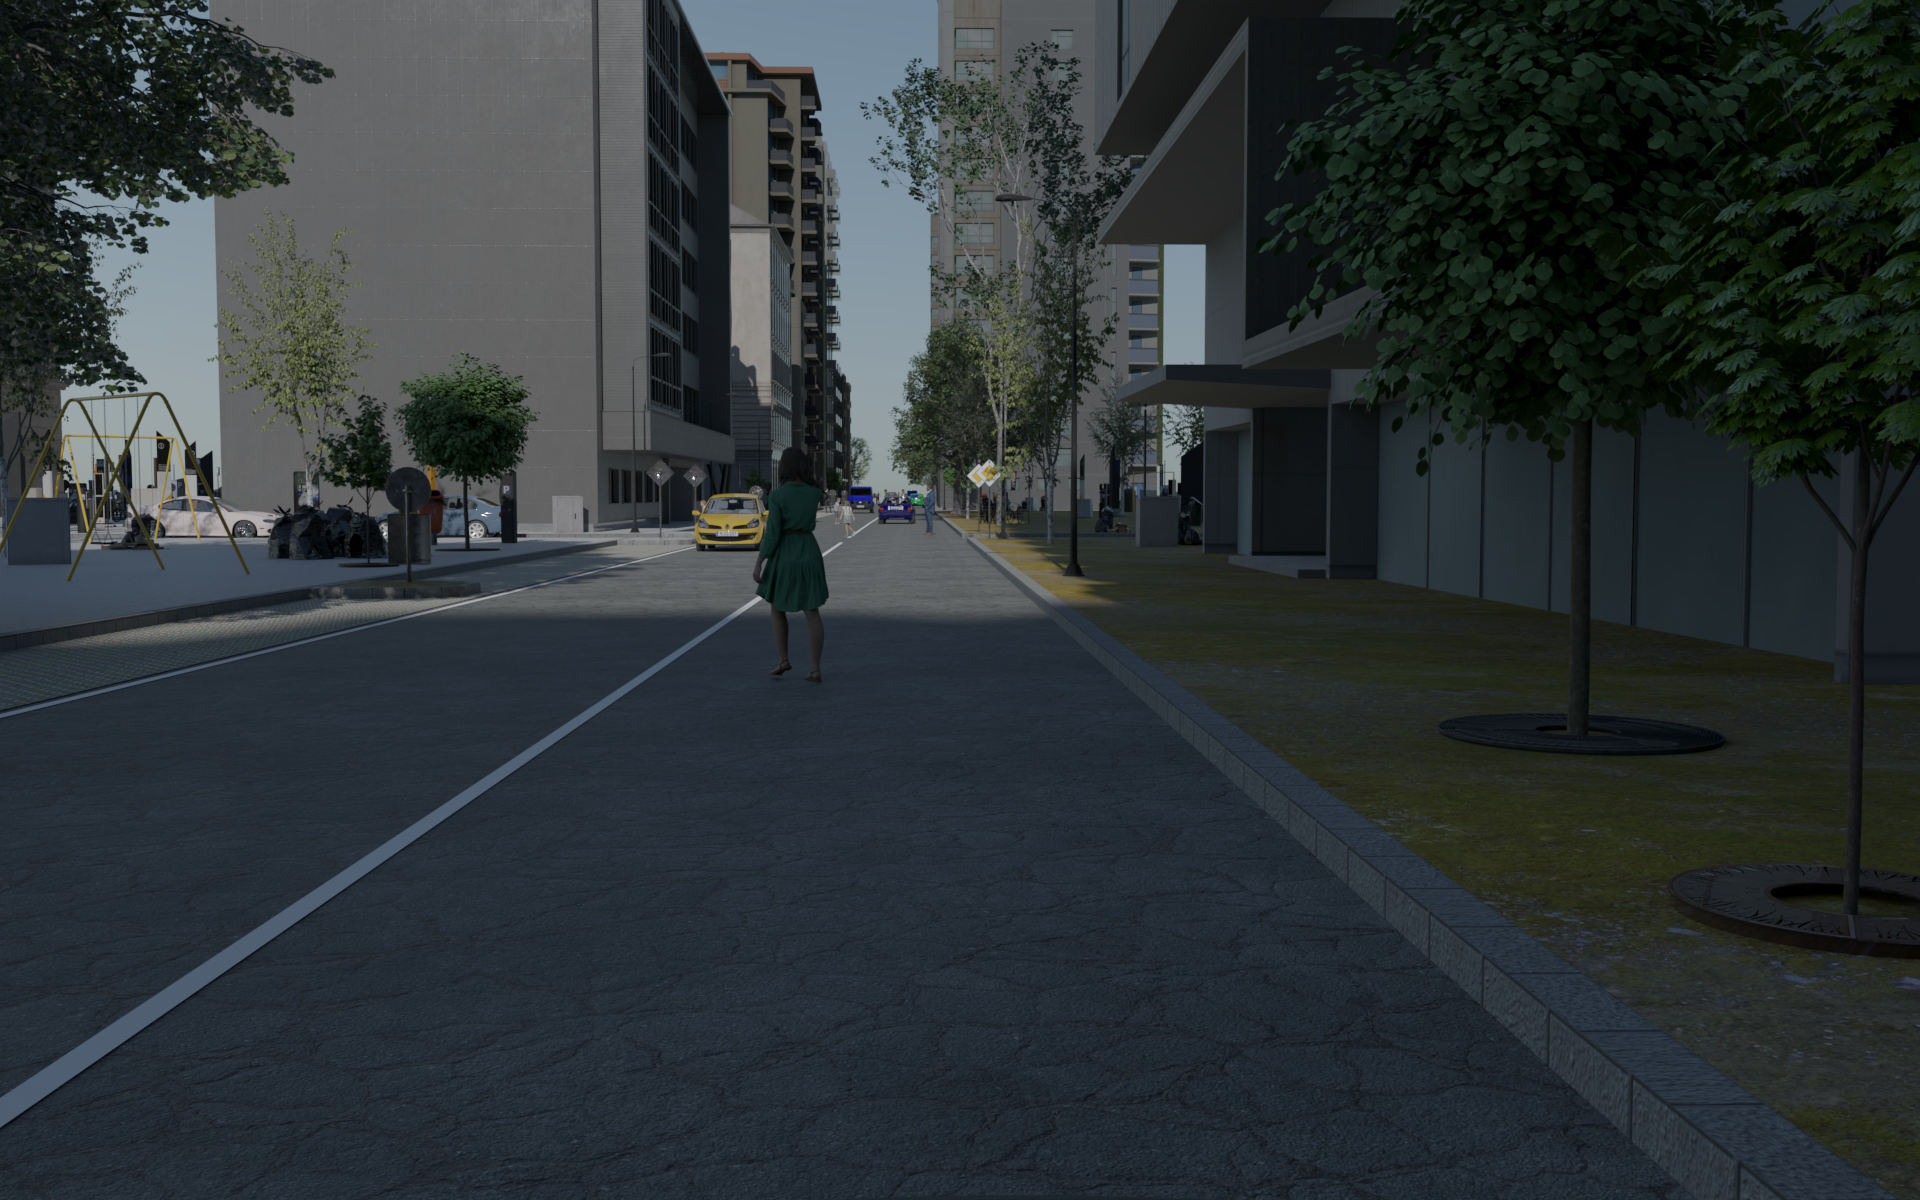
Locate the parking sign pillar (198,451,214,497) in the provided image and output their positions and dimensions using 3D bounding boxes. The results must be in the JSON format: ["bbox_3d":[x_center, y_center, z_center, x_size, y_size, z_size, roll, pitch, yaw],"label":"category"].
[{"bbox_3d":[-46.753,-7.238,106.810,1.447,3.967,1.447,3,4,37],"label":"parking sign pillar"}]

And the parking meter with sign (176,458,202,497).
[{"bbox_3d":[-36.880,-5.268,82.385,0.543,3.016,1.738,1,4,19],"label":"parking meter with sign"}]

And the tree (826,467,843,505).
[{"bbox_3d":[-15.573,-13.775,208.926,4.285,4.588,4.351,0,3,0],"label":"tree"}]

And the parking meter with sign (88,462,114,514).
[{"bbox_3d":[-46.737,-5.961,93.731,1.738,3.016,0.543,0,4,-7],"label":"parking meter with sign"}]

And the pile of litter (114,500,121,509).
[{"bbox_3d":[-58.416,-6.464,119.656,1.176,0.858,1.719,0,4,-6],"label":"pile of litter"}]

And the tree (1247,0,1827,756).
[{"bbox_3d":[3.230,-1.554,9.121,4.285,4.588,4.351,0,3,0],"label":"tree"}]

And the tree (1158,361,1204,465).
[{"bbox_3d":[13.098,-8.858,95.186,4.737,8.622,4.395,0,3,0],"label":"tree"}]

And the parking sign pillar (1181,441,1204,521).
[{"bbox_3d":[11.360,-5.833,83.844,1.447,3.967,1.447,1,4,22],"label":"parking sign pillar"}]

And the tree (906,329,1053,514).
[{"bbox_3d":[1.201,-9.963,97.313,8.767,10.594,7.601,0,4,-1],"label":"tree"}]

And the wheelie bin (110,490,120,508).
[{"bbox_3d":[-61.715,-7.256,126.551,0.980,1.594,0.693,3,5,39],"label":"wheelie bin"}]

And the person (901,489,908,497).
[{"bbox_3d":[-4.004,-7.061,124.302,0.623,1.781,0.721,1,4,13],"label":"person"}]

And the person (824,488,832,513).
[{"bbox_3d":[-9.989,-7.513,130.697,0.648,1.900,0.474,1,4,9],"label":"person"}]

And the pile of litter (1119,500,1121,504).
[{"bbox_3d":[11.868,-7.207,131.807,1.176,0.858,1.719,-2,4,-24],"label":"pile of litter"}]

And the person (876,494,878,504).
[{"bbox_3d":[-11.747,-14.166,243.375,0.557,1.426,1.065,1,4,22],"label":"person"}]

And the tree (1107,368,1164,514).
[{"bbox_3d":[9.793,-9.272,101.959,4.360,8.622,3.978,0,3,0],"label":"tree"}]

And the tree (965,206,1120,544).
[{"bbox_3d":[2.293,-5.779,44.853,4.737,8.622,4.395,0,3,0],"label":"tree"}]

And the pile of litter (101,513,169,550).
[{"bbox_3d":[-19.143,-1.601,40.144,1.719,0.858,1.176,3,4,37],"label":"pile of litter"}]

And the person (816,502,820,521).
[{"bbox_3d":[-7.426,-4.828,87.556,0.853,1.813,0.709,3,5,40],"label":"person"}]

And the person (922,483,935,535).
[{"bbox_3d":[-1.064,-3.156,60.278,0.419,1.800,0.721,-1,4,-13],"label":"person"}]

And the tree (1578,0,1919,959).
[{"bbox_3d":[2.679,-0.639,5.048,1.663,3.219,1.824,0,3,0],"label":"tree"}]

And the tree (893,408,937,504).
[{"bbox_3d":[-3.307,-19.012,217.504,9.857,13.997,8.962,0,3,0],"label":"tree"}]

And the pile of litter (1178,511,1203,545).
[{"bbox_3d":[5.747,-1.824,43.793,1.176,0.858,1.719,-2,4,-29],"label":"pile of litter"}]

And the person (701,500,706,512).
[{"bbox_3d":[-8.856,-2.868,60.408,0.382,1.210,0.505,-2,4,-27],"label":"person"}]

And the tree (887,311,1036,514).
[{"bbox_3d":[-0.049,-11.742,108.988,9.611,12.733,9.660,0,3,0],"label":"tree"}]

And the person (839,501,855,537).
[{"bbox_3d":[-3.785,-2.727,58.096,0.505,1.210,0.382,-2,4,-35],"label":"person"}]

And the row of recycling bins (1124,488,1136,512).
[{"bbox_3d":[12.201,-7.226,125.252,1.069,1.692,3.534,0,4,2],"label":"row of recycling bins"}]

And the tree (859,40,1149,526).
[{"bbox_3d":[3.069,-13.132,70.599,12.611,20.169,13.585,0,3,0],"label":"tree"}]

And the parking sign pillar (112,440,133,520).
[{"bbox_3d":[-40.984,-5.911,85.113,1.447,3.967,1.447,-2,4,-33],"label":"parking sign pillar"}]

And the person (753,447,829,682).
[{"bbox_3d":[-1.268,-0.279,13.308,0.600,1.795,0.529,-3,5,-41],"label":"person"}]

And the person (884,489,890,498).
[{"bbox_3d":[-5.390,-7.255,127.472,0.721,1.781,0.623,-2,4,-24],"label":"person"}]

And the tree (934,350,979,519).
[{"bbox_3d":[0.534,-8.485,89.085,4.360,8.622,3.978,0,3,0],"label":"tree"}]

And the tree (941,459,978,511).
[{"bbox_3d":[0.121,-9.250,134.949,4.285,4.588,4.351,0,3,0],"label":"tree"}]

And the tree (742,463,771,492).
[{"bbox_3d":[-13.039,-7.026,109.474,1.663,3.219,1.824,0,3,0],"label":"tree"}]

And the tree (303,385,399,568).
[{"bbox_3d":[-10.470,-2.210,30.739,1.663,3.219,1.824,0,3,0],"label":"tree"}]

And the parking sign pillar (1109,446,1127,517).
[{"bbox_3d":[8.660,-6.647,97.144,1.447,3.967,1.447,0,4,-3],"label":"parking sign pillar"}]

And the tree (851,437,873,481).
[{"bbox_3d":[-18.316,-22.376,291.602,9.928,11.665,9.643,0,3,0],"label":"tree"}]

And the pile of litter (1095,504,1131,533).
[{"bbox_3d":[5.183,-2.696,58.047,1.719,0.858,1.176,-3,5,-43],"label":"pile of litter"}]

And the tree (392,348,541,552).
[{"bbox_3d":[-11.142,-3.399,39.289,4.285,4.588,4.351,0,3,0],"label":"tree"}]

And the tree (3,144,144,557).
[{"bbox_3d":[-19.121,-5.171,34.914,4.360,8.622,3.978,0,3,0],"label":"tree"}]

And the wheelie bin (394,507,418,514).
[{"bbox_3d":[-15.441,-2.494,48.685,0.980,1.594,0.693,-1,4,-19],"label":"wheelie bin"}]

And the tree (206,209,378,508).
[{"bbox_3d":[-16.921,-5.765,44.613,4.737,8.622,4.395,0,3,0],"label":"tree"}]

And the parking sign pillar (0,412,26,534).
[{"bbox_3d":[-31.353,-4.172,56.690,1.447,3.967,1.447,-1,4,-8],"label":"parking sign pillar"}]

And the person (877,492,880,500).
[{"bbox_3d":[-13.078,-16.326,276.145,0.721,1.735,1.217,3,5,40],"label":"person"}]

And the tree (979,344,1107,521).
[{"bbox_3d":[3.975,-8.132,83.317,4.360,8.622,3.978,0,3,0],"label":"tree"}]

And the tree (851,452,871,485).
[{"bbox_3d":[-16.799,-20.160,279.978,4.737,8.622,4.395,0,3,0],"label":"tree"}]

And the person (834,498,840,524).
[{"bbox_3d":[-5.854,-4.250,82.676,0.352,1.250,0.332,1,4,16],"label":"person"}]

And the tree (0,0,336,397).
[{"bbox_3d":[-10.219,-6.629,15.044,9.857,13.997,8.962,0,3,0],"label":"tree"}]

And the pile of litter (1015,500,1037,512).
[{"bbox_3d":[4.801,-6.819,125.462,1.719,0.858,1.176,0,4,-6],"label":"pile of litter"}]

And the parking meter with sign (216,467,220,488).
[{"bbox_3d":[-48.823,-7.079,111.999,1.738,3.016,0.543,-3,5,-40],"label":"parking meter with sign"}]

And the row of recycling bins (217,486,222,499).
[{"bbox_3d":[-34.281,-4.689,83.775,3.534,1.692,1.069,1,4,8],"label":"row of recycling bins"}]
